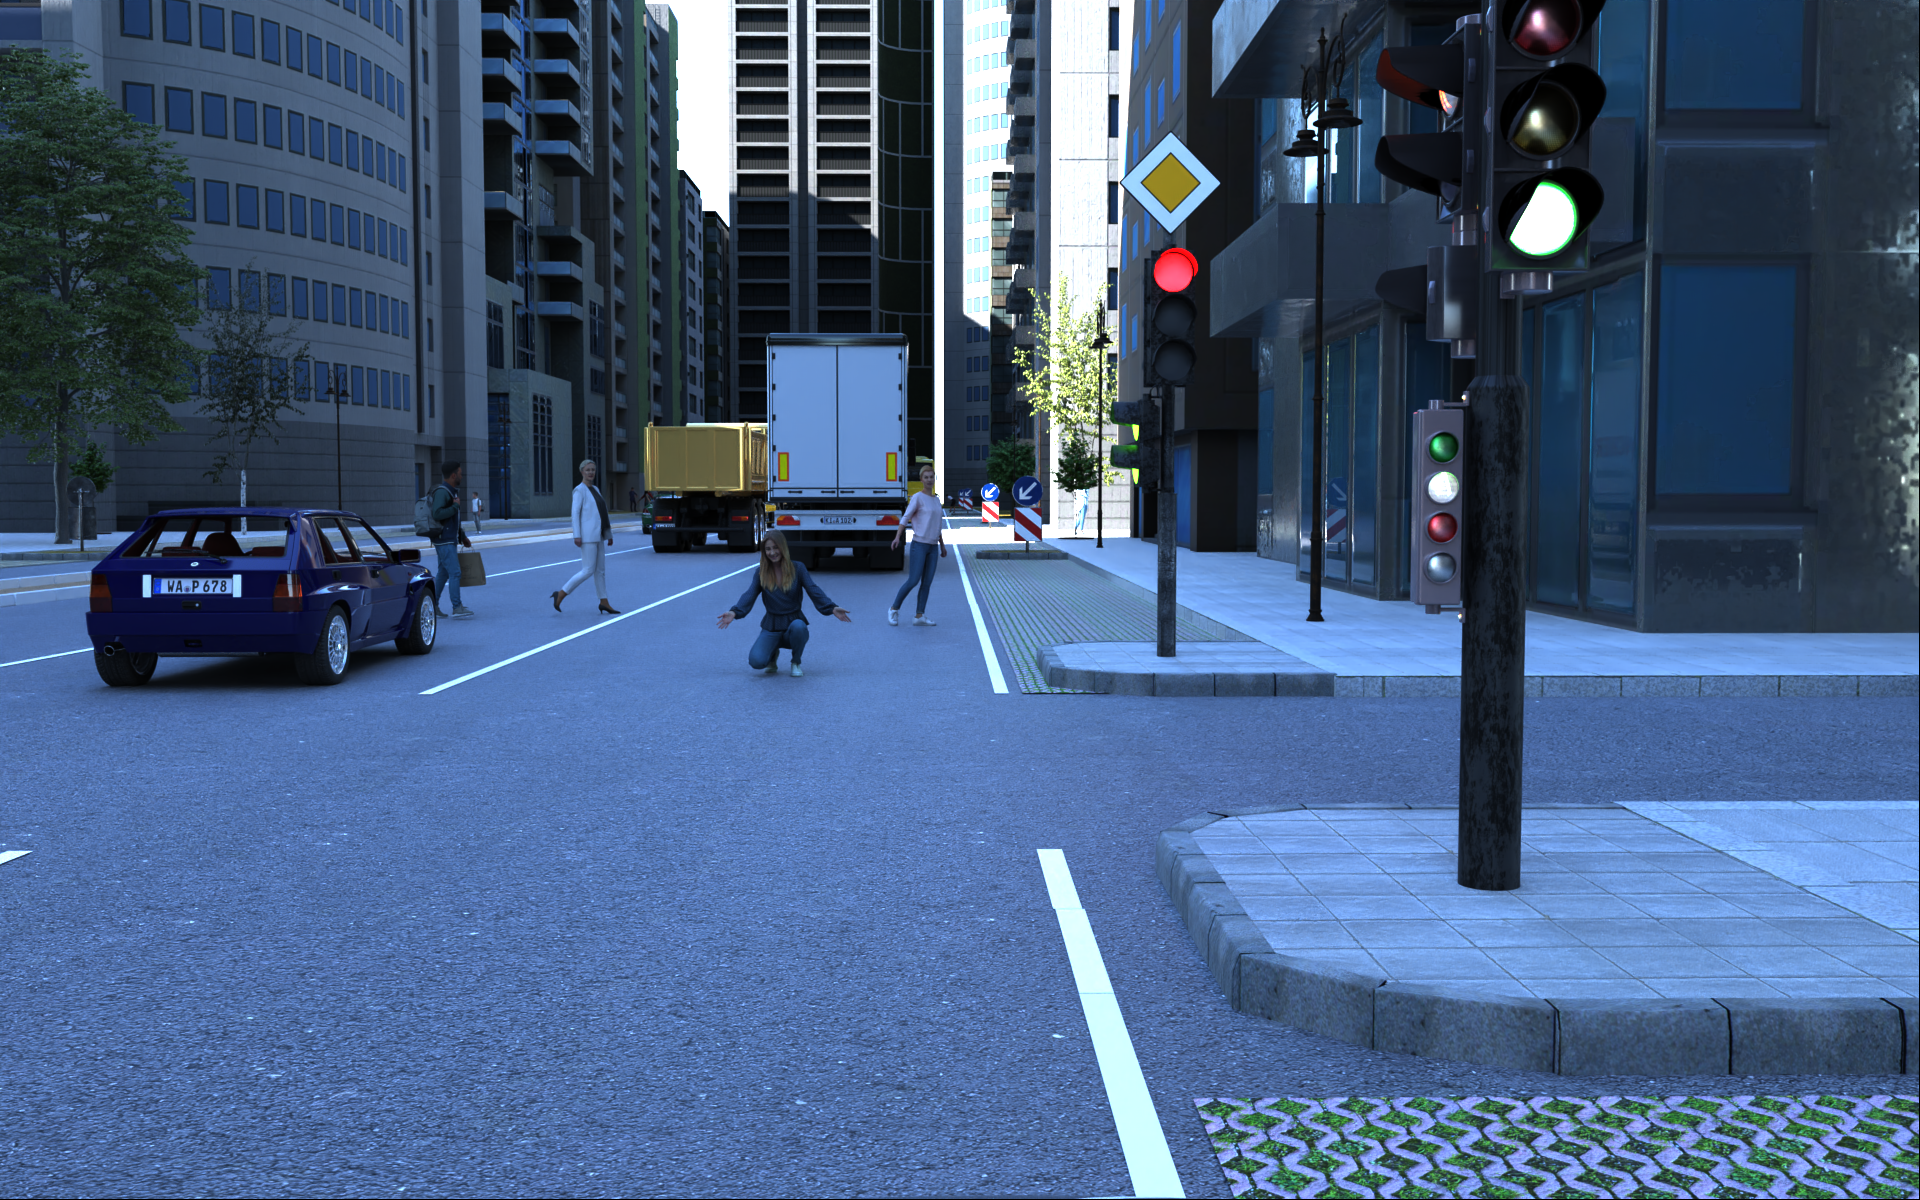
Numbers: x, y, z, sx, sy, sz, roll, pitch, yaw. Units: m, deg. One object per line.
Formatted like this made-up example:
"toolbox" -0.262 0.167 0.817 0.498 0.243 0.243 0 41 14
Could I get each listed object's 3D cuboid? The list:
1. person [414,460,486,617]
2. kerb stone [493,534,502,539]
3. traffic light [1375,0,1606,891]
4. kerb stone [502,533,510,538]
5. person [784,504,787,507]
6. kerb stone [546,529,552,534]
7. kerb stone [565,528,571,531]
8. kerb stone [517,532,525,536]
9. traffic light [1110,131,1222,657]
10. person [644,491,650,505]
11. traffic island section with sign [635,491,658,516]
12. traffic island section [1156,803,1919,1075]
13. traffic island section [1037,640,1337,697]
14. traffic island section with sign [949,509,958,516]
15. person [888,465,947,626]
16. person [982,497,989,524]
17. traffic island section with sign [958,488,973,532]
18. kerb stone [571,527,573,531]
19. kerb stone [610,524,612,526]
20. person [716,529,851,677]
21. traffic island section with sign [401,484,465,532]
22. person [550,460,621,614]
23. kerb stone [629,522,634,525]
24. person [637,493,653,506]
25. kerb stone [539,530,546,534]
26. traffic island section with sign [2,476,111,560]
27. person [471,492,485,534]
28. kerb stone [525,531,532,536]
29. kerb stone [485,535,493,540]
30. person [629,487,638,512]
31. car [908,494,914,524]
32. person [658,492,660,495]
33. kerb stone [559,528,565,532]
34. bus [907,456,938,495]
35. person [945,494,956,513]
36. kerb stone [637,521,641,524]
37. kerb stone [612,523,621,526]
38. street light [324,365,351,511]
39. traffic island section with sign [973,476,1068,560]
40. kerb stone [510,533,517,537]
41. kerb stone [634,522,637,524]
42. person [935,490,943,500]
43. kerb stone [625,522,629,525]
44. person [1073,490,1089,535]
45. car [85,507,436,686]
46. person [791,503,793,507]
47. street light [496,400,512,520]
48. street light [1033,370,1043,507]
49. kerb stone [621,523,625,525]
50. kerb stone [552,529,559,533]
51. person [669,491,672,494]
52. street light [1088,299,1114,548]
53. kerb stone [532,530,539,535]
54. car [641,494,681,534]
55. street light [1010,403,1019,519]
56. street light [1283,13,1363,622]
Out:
"person" -5.851 -0.699 19.914 0.713 1.824 0.794 1 4 10
"kerb stone" -14.700 -1.971 54.552 0.120 0.150 1.000 0 4 -1
"traffic light" -0.378 -1.882 5.435 4.771 5.953 1.251 0 4 -1
"kerb stone" -14.710 -2.042 55.577 0.120 0.150 1.000 0 4 -1
"person" -10.355 -5.733 102.374 0.705 1.807 1.348 1 4 16
"kerb stone" -14.800 -2.415 61.743 0.120 0.150 1.000 0 4 -1
"kerb stone" -14.827 -2.607 64.820 0.120 0.150 1.000 0 4 -1
"kerb stone" -14.747 -2.160 57.642 0.120 0.150 1.000 0 4 -1
"traffic light" 1.614 -1.509 13.587 0.839 4.253 0.868 0 4 -1
"person" -17.473 -5.381 97.203 0.721 1.735 1.217 -1 4 -16
"traffic island section with sign" -20.522 -6.543 115.609 1.989 1.847 2.006 0 4 -1
"traffic island section" 1.752 1.013 5.717 2.009 0.180 2.903 0 4 -1
"traffic island section" 1.654 0.525 13.701 2.009 0.180 2.903 0 4 -1
"traffic island section with sign" 0.407 -6.533 115.448 1.989 1.847 2.006 0 4 -1
"person" -0.537 -0.591 18.840 0.598 1.740 0.731 2 4 29
"person" 1.230 -4.593 83.770 0.419 1.800 0.721 -1 4 -11
"traffic island section with sign" 1.015 -3.473 65.405 1.989 1.847 2.006 0 4 -1
"kerb stone" -14.846 -2.670 65.845 0.120 0.150 1.000 0 4 -1
"kerb stone" -14.943 -3.106 73.032 0.120 0.150 1.000 0 4 -1
"person" -1.339 0.022 13.644 1.012 1.151 0.738 0 4 6
"traffic island section with sign" -19.904 -3.485 65.601 1.989 1.847 2.006 0 4 -1
"person" -4.474 -0.751 20.650 0.818 1.842 0.514 0 4 -5
"kerb stone" -14.994 -3.422 78.148 0.120 0.150 1.000 0 4 -1
"person" -18.446 -5.725 102.042 1.348 1.831 0.705 2 4 33
"kerb stone" -14.783 -2.356 60.716 0.120 0.150 1.000 0 4 -1
"traffic island section with sign" -19.558 -1.800 38.051 1.989 1.847 2.006 0 4 -1
"person" -17.435 -3.149 62.584 0.503 1.515 0.523 0 4 3
"kerb stone" -14.751 -2.231 58.671 0.120 0.150 1.000 0 4 -1
"kerb stone" -14.693 -1.915 53.517 0.120 0.150 1.000 0 4 -1
"person" -23.157 -7.132 123.107 0.568 1.767 0.683 2 4 27
"car" -2.102 -3.961 74.980 2.015 1.641 3.980 0 4 0
"person" -23.011 -7.578 133.131 0.628 1.438 0.799 0 4 6
"kerb stone" -14.822 -2.544 63.797 0.120 0.150 1.000 0 4 -1
"bus" -2.864 -7.352 111.749 2.896 3.916 12.252 0 4 -1
"person" -0.730 -7.321 131.384 0.799 1.438 0.628 -1 4 -12
"kerb stone" -15.022 -3.548 80.198 0.120 0.150 1.000 0 4 -1
"kerb stone" -14.953 -3.230 75.080 0.120 0.150 1.000 0 4 -1
"street light" -22.200 -5.450 61.898 0.468 5.910 1.993 0 4 -1
"traffic island section with sign" 1.358 -1.824 38.452 1.989 1.847 2.006 0 4 -1
"kerb stone" -14.737 -2.105 56.615 0.120 0.150 1.000 0 4 -1
"kerb stone" -15.011 -3.485 79.175 0.120 0.150 1.000 0 4 -1
"person" -2.153 -8.590 148.974 1.348 1.821 0.705 0 4 -3
"kerb stone" -14.984 -3.360 77.125 0.120 0.150 1.000 0 4 -1
"person" 3.808 -2.946 54.477 0.793 1.790 0.793 3 5 44
"car" -5.572 -0.105 14.295 1.945 1.354 3.894 0 4 -2
"person" -14.642 -8.774 151.917 1.348 1.831 0.705 -3 5 -44
"street light" -22.457 -6.896 85.533 0.468 5.910 1.993 0 4 -1
"street light" 2.985 -5.624 64.736 0.468 5.910 1.993 0 4 -1
"kerb stone" -14.972 -3.294 76.102 0.120 0.150 1.000 0 4 -1
"kerb stone" -14.810 -2.478 62.771 0.120 0.150 1.000 0 4 -1
"person" -20.636 -6.961 122.756 0.568 1.767 0.683 2 4 34
"street light" 3.343 -4.187 41.251 0.468 5.910 1.993 0 4 -1
"kerb stone" -14.764 -2.293 59.693 0.120 0.150 1.000 0 4 -1
"car" -10.438 -3.165 63.550 2.131 1.459 4.920 0 4 1
"street light" 2.782 -7.071 88.402 0.468 5.910 1.993 0 4 -1
"street light" 3.588 -2.724 17.318 0.468 5.910 1.993 0 4 -1
